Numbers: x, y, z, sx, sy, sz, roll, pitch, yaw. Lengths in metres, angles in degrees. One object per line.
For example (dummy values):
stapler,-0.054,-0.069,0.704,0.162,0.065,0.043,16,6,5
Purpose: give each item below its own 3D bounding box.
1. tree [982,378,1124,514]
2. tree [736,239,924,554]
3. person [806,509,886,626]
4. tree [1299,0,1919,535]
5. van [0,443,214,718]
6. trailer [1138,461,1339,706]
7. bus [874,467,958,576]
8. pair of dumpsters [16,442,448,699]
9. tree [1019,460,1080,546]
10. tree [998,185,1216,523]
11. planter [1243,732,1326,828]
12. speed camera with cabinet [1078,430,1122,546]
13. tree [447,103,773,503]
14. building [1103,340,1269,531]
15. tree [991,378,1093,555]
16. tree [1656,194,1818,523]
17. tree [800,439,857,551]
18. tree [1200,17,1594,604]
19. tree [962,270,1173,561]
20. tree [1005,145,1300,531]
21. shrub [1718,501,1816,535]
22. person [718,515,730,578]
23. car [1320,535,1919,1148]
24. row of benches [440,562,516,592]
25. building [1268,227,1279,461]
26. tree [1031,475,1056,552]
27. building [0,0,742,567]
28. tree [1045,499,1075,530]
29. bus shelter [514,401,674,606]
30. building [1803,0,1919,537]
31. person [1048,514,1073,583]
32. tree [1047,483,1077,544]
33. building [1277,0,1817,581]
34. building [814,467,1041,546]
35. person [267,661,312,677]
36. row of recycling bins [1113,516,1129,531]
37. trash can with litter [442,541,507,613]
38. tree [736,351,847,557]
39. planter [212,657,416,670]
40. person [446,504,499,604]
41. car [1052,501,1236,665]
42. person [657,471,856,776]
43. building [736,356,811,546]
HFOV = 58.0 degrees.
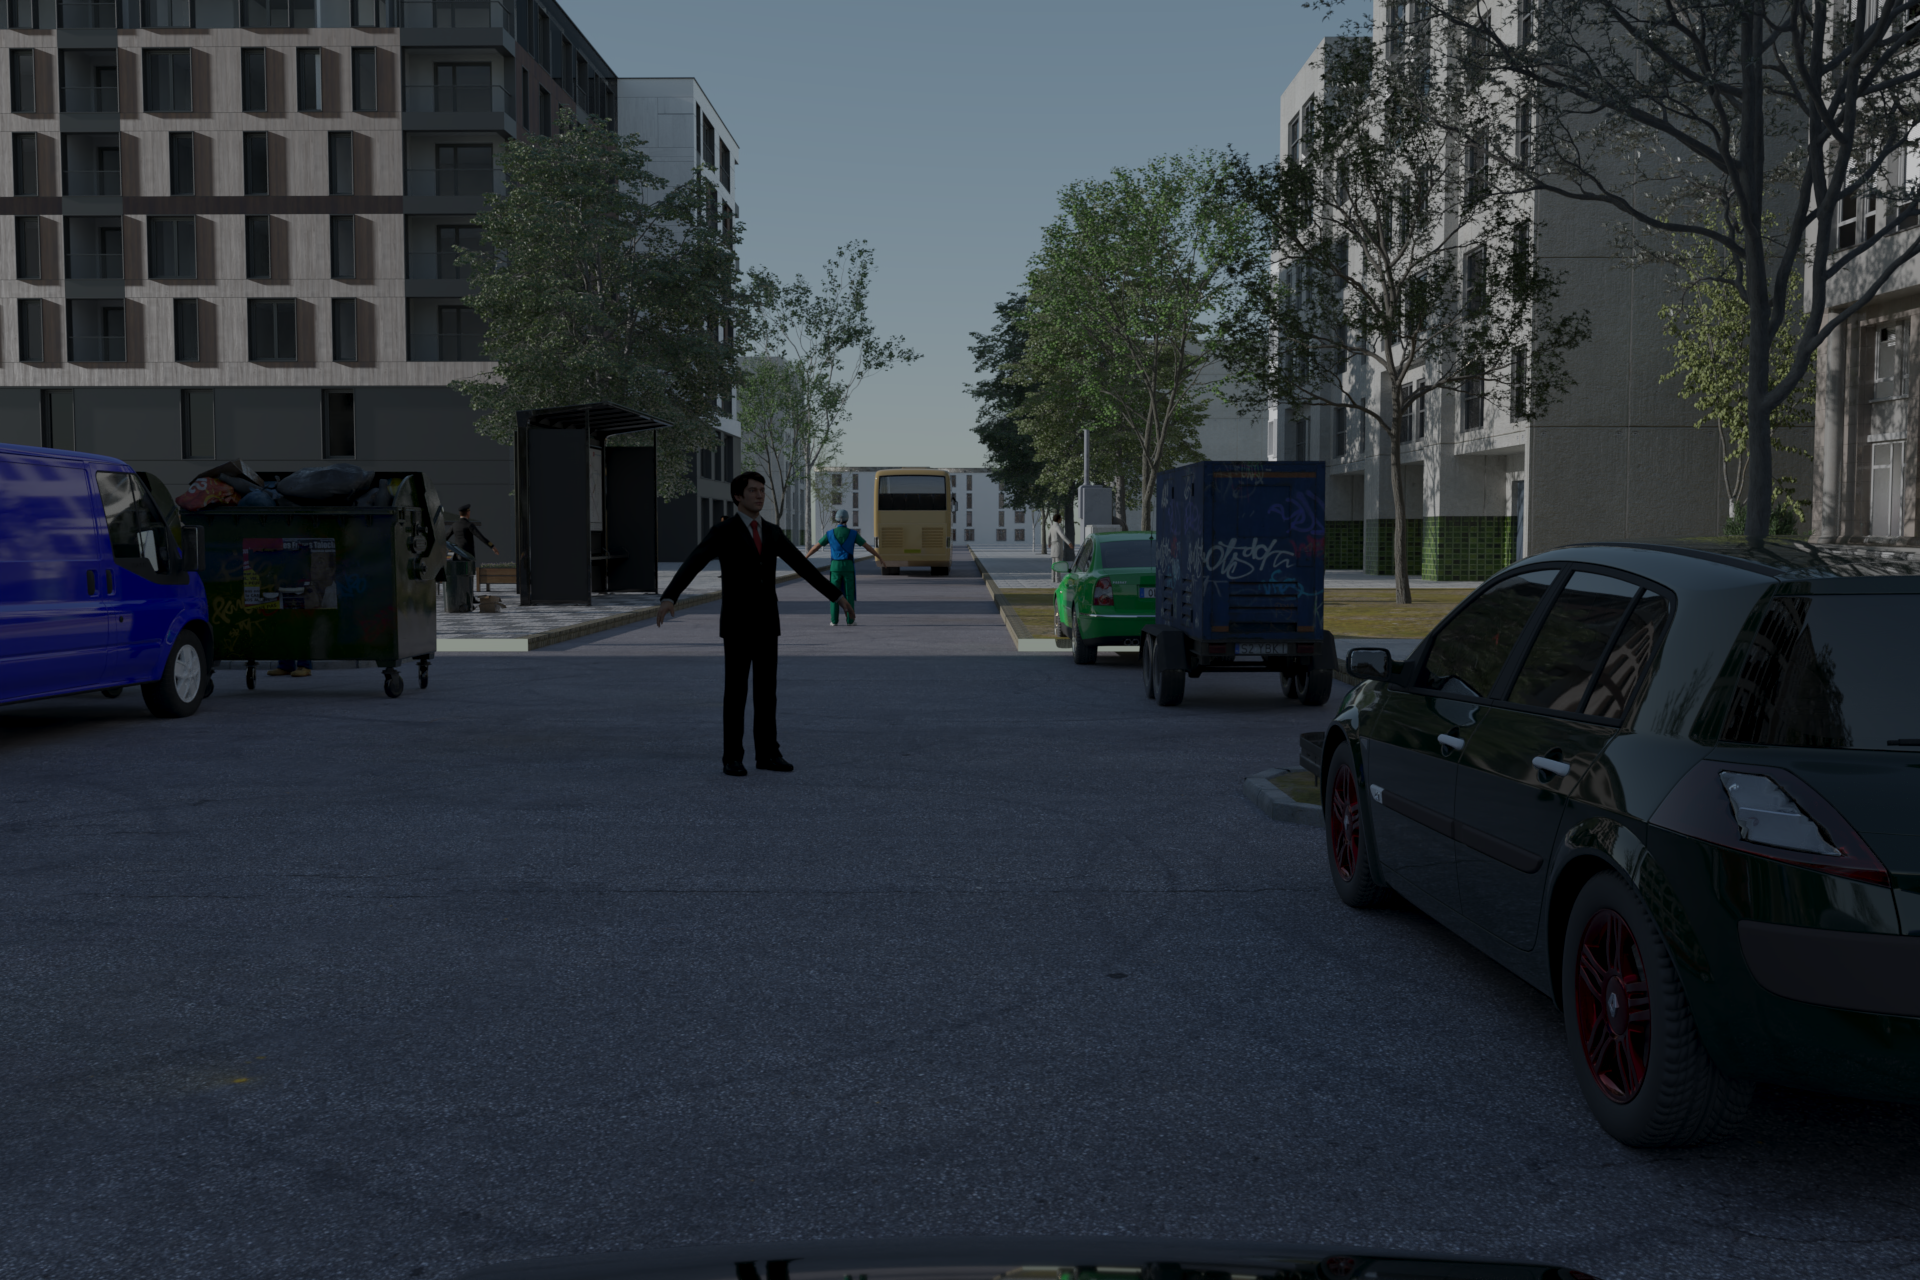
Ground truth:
tree,4.971,-9.579,91.028,8.767,10.594,7.601,1,4,16
tree,-8.259,-15.546,110.060,12.611,20.169,13.585,0,3,0
person,-1.830,-1.130,27.057,1.347,1.817,0.704,0,4,3
tree,8.453,-6.569,17.773,12.009,13.543,11.850,0,3,0
van,-6.958,-0.452,11.780,2.240,2.365,5.245,0,4,0
trailer,2.323,-0.515,15.463,1.471,1.999,3.904,0,4,-1
bus,-1.543,-4.353,62.714,2.896,3.916,12.252,0,4,0
pair of dumpsters,-6.980,-0.643,15.465,4.436,2.255,1.574,0,4,0
tree,5.385,-9.179,100.439,4.737,8.622,4.395,0,3,0
tree,4.945,-8.487,56.897,7.486,12.596,7.792,0,3,0
planter,2.557,0.732,9.175,1.991,0.319,1.994,0,4,-1
speed camera with cabinet,2.613,-2.316,32.204,0.660,3.252,2.038,0,4,-2
tree,-10.449,-8.872,51.705,9.857,13.997,8.962,0,3,0
building,22.318,-18.333,166.203,16.747,18.905,31.486,0,4,0
tree,5.430,-11.209,109.024,9.928,11.665,9.643,0,3,0
tree,16.588,-5.279,36.680,4.737,8.622,4.395,0,3,0
tree,-10.266,-10.862,127.957,4.360,8.622,3.978,0,3,0
tree,7.881,-5.956,31.801,7.601,10.594,8.767,1,4,18
tree,5.034,-10.665,81.023,9.857,13.997,8.962,0,3,0
tree,5.171,-7.374,46.324,9.928,11.665,9.643,0,3,0
shrub,13.929,-1.570,30.092,1.690,2.028,1.600,0,3,0
person,-6.882,-2.720,50.608,0.704,1.843,1.345,-2,4,-35
car,2.343,0.265,5.456,2.009,1.686,4.222,0,4,-1
row of benches,-10.204,-1.408,38.487,4.104,0.672,1.422,0,4,7
building,23.344,-14.957,100.969,16.016,20.090,11.380,0,4,1
tree,5.452,-10.537,122.639,4.737,8.622,4.395,0,3,0
building,-25.836,-14.187,75.928,27.936,21.610,32.646,0,4,1
tree,13.295,-16.407,218.613,4.360,8.622,3.978,0,3,0
bus shelter,-7.003,-2.599,33.784,1.731,3.624,6.357,0,4,1
building,25.513,-12.561,12.977,19.016,26.051,41.698,0,4,0
person,2.599,-2.422,45.787,0.705,1.806,1.347,-2,4,-23
tree,12.558,-16.105,213.678,4.737,8.622,4.395,0,3,0
building,21.302,-11.512,54.673,16.747,18.905,31.486,0,3,0
building,-3.804,-16.597,215.966,28.070,9.664,9.099,0,4,0
person,-6.758,-0.553,17.464,1.349,1.833,0.705,2,4,26
row of recycling bins,3.262,-2.000,39.816,1.069,1.692,3.534,0,4,1
trash can with litter,-7.969,-1.038,28.352,1.055,1.170,0.624,0,4,0
tree,-10.177,-10.494,97.331,9.928,11.665,9.643,0,3,0
planter,-7.159,0.114,19.270,1.991,0.319,1.994,0,4,1
person,-9.105,-1.590,31.931,1.347,1.837,0.705,2,4,24
car,2.106,-0.710,20.408,1.959,1.807,4.718,0,4,-1
person,-1.244,-0.108,10.405,1.347,1.806,0.705,-3,4,-37
building,-25.932,-19.681,188.247,16.747,18.905,31.486,0,3,0
